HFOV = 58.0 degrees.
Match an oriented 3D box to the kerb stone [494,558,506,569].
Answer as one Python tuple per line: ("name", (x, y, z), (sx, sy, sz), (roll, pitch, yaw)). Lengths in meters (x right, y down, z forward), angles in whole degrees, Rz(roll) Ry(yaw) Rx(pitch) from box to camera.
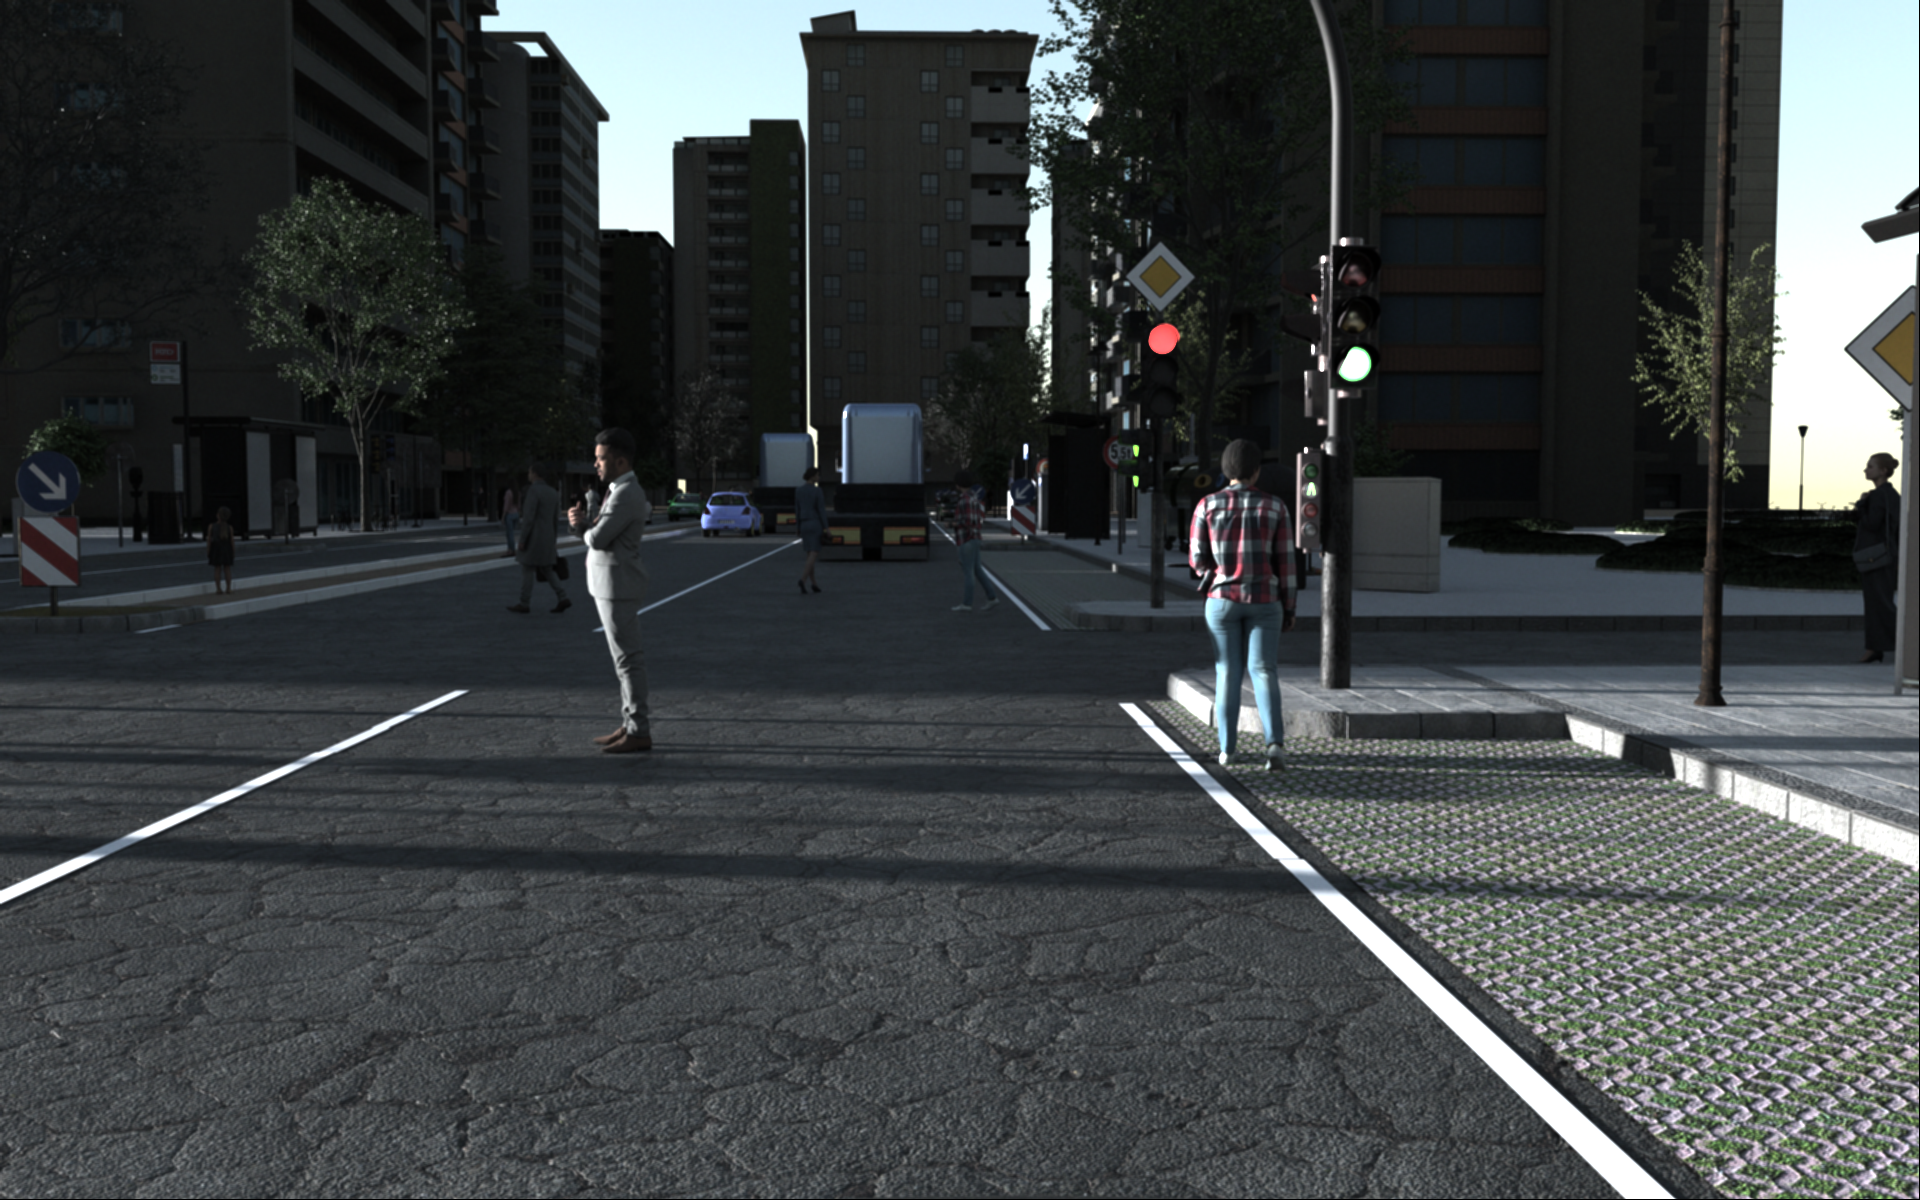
("kerb stone", (-9.000, -0.691, 33.497), (0.120, 0.150, 1.000), (0, 4, -2))

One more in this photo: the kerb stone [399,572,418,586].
("kerb stone", (-8.799, -0.312, 27.352), (0.120, 0.150, 1.000), (0, 4, -2))

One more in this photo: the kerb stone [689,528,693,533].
("kerb stone", (-9.971, -2.509, 63.216), (0.120, 0.150, 1.000), (0, 4, -2))

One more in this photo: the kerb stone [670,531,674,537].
("kerb stone", (-9.804, -2.189, 58.092), (0.120, 0.150, 1.000), (0, 4, -2))

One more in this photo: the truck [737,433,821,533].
("truck", (-7.333, -4.965, 70.929), (2.967, 4.110, 18.799), (0, 4, -3))

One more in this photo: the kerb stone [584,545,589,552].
("kerb stone", (-9.300, -1.254, 42.701), (0.120, 0.150, 1.000), (0, 4, -2))

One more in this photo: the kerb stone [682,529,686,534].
("kerb stone", (-9.894, -2.383, 61.163), (0.120, 0.150, 1.000), (0, 4, -2))

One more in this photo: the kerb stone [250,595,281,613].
("kerb stone", (-8.593, 0.062, 21.213), (0.120, 0.150, 1.000), (0, 4, -2))

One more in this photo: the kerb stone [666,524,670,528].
("kerb stone", (-12.361, -3.068, 72.361), (0.120, 0.150, 1.000), (0, 4, -2))

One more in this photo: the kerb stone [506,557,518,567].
("kerb stone", (-9.035, -0.754, 34.519), (0.120, 0.150, 1.000), (0, 4, -2))

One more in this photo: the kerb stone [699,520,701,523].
("kerb stone", (-12.740, -3.758, 83.638), (0.120, 0.150, 1.000), (0, 4, -2))

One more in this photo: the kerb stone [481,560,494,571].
("kerb stone", (-8.963, -0.620, 32.476), (0.120, 0.150, 1.000), (0, 4, -2))

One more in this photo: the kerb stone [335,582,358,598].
("kerb stone", (-8.696, -0.128, 24.283), (0.120, 0.150, 1.000), (0, 4, -2))

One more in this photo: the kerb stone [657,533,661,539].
("kerb stone", (-9.705, -2.004, 55.022), (0.120, 0.150, 1.000), (0, 4, -2))

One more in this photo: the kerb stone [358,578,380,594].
("kerb stone", (-8.730, -0.189, 25.308), (0.120, 0.150, 1.000), (0, 4, -2))

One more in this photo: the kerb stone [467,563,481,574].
("kerb stone", (-8.925, -0.566, 31.451), (0.120, 0.150, 1.000), (0, 4, -2))

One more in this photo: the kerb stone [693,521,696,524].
("kerb stone", (-12.671, -3.632, 81.584), (0.120, 0.150, 1.000), (0, 4, -2))

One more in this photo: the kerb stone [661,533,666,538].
("kerb stone", (-9.732, -2.066, 56.044), (0.120, 0.150, 1.000), (0, 4, -2))

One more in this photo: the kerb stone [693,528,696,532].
("kerb stone", (-10.001, -2.572, 64.240), (0.120, 0.150, 1.000), (0, 4, -2))

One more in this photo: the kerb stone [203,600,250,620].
("kerb stone", (-8.561, 0.126, 20.191), (0.120, 0.150, 1.000), (0, 4, -2))

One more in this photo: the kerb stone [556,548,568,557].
("kerb stone", (-9.194, -1.067, 39.636), (0.120, 0.150, 1.000), (0, 4, -2))

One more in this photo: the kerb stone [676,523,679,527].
("kerb stone", (-12.474, -3.256, 75.431), (0.120, 0.150, 1.000), (0, 4, -2))

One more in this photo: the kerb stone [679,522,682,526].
("kerb stone", (-12.504, -3.317, 76.458), (0.120, 0.150, 1.000), (0, 4, -2))

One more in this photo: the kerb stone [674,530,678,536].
("kerb stone", (-9.838, -2.258, 59.113), (0.120, 0.150, 1.000), (0, 4, -2))

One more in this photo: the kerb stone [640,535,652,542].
("kerb stone", (-9.633, -1.882, 52.972), (0.120, 0.150, 1.000), (0, 4, -2))

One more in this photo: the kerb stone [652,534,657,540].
("kerb stone", (-9.669, -1.944, 53.997), (0.120, 0.150, 1.000), (0, 4, -2))

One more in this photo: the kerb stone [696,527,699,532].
("kerb stone", (-10.033, -2.629, 65.272), (0.120, 0.150, 1.000), (0, 4, -2))

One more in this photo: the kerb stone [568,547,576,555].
("kerb stone", (-9.230, -1.129, 40.657), (0.120, 0.150, 1.000), (0, 4, -2))

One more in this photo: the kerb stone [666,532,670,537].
("kerb stone", (-9.766, -2.131, 57.070), (0.120, 0.150, 1.000), (0, 4, -2))

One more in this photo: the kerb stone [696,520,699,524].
("kerb stone", (-12.707, -3.695, 82.615), (0.120, 0.150, 1.000), (0, 4, -2))

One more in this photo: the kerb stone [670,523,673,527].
("kerb stone", (-12.398, -3.131, 73.384), (0.120, 0.150, 1.000), (0, 4, -2))

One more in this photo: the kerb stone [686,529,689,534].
("kerb stone", (-9.938, -2.443, 62.193), (0.120, 0.150, 1.000), (0, 4, -2))

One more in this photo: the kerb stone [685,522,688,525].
("kerb stone", (-12.569, -3.441, 78.506), (0.120, 0.150, 1.000), (0, 4, -2))

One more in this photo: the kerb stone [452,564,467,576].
("kerb stone", (-8.898, -0.500, 30.425), (0.120, 0.150, 1.000), (0, 4, -2))

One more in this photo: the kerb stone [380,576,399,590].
("kerb stone", (-8.771, -0.253, 26.330), (0.120, 0.150, 1.000), (0, 4, -2))

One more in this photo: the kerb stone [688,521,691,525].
("kerb stone", (-12.603, -3.507, 79.532), (0.120, 0.150, 1.000), (0, 4, -2))

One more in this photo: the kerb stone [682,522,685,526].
("kerb stone", (-12.536, -3.380, 77.481), (0.120, 0.150, 1.000), (0, 4, -2))

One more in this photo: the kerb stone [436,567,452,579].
("kerb stone", (-8.865, -0.441, 29.398), (0.120, 0.150, 1.000), (0, 4, -2))

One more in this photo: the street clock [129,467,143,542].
("street clock", (-22.093, -2.563, 46.476), (0.358, 2.002, 0.471), (-1, 4, -10))

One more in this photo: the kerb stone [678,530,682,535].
("kerb stone", (-9.871, -2.319, 60.135), (0.120, 0.150, 1.000), (0, 4, -2))

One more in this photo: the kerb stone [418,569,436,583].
("kerb stone", (-8.829, -0.378, 28.377), (0.120, 0.150, 1.000), (0, 4, -2))

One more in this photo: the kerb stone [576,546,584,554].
("kerb stone", (-9.264, -1.188, 41.680), (0.120, 0.150, 1.000), (0, 4, -2))

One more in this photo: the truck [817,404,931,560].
("truck", (-2.133, -3.427, 45.786), (2.967, 4.110, 18.799), (0, 4, -2))

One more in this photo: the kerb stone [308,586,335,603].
("kerb stone", (-8.660, -0.061, 23.262), (0.120, 0.150, 1.000), (0, 4, -2))

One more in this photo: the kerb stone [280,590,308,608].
("kerb stone", (-8.633, -0.003, 22.238), (0.120, 0.150, 1.000), (0, 4, -2))

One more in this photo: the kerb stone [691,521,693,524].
("kerb stone", (-12.637, -3.570, 80.562), (0.120, 0.150, 1.000), (0, 4, -2))

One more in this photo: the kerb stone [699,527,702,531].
("kerb stone", (-10.077, -2.695, 66.293), (0.120, 0.150, 1.000), (0, 4, -2))

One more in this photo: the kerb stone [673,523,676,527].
("kerb stone", (-12.438, -3.194, 74.409), (0.120, 0.150, 1.000), (0, 4, -2))
